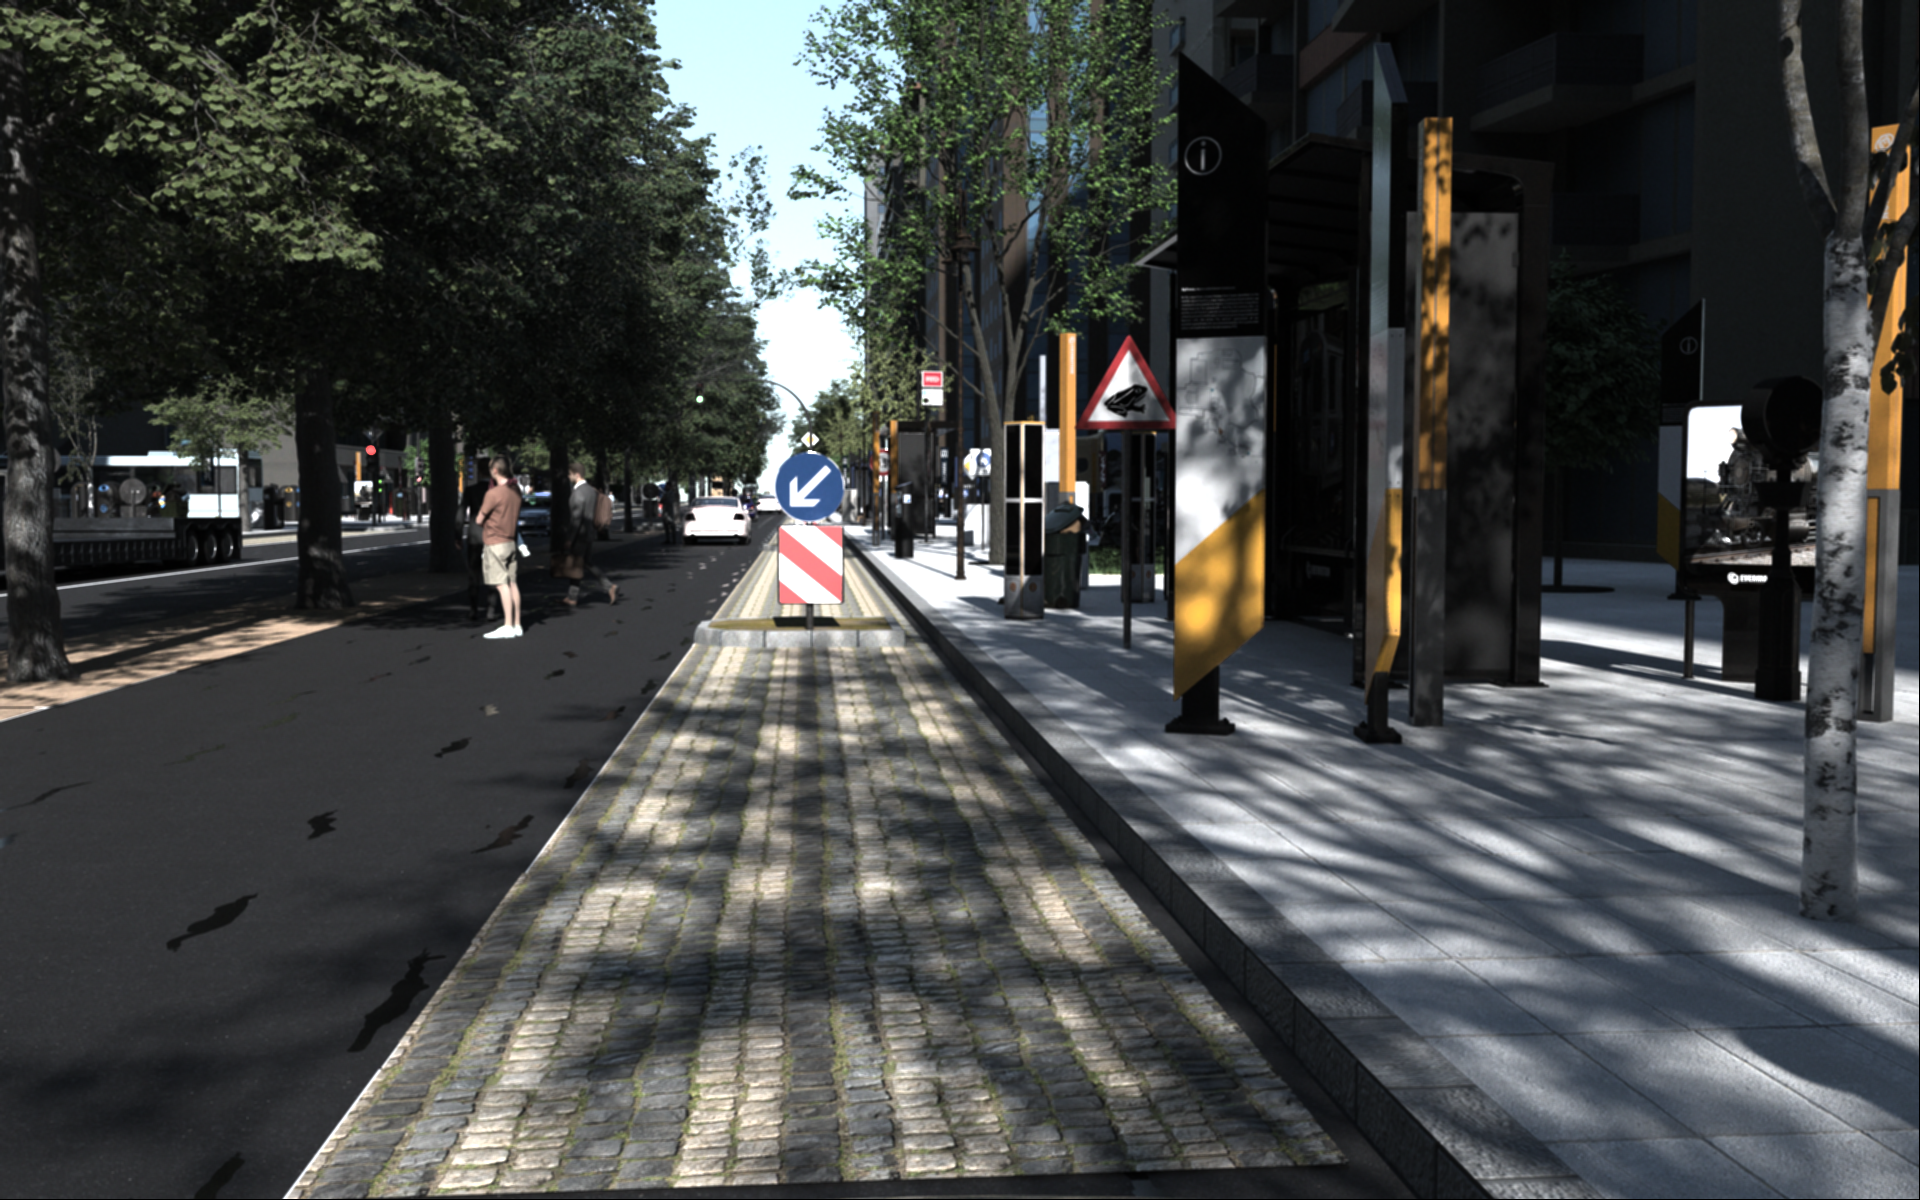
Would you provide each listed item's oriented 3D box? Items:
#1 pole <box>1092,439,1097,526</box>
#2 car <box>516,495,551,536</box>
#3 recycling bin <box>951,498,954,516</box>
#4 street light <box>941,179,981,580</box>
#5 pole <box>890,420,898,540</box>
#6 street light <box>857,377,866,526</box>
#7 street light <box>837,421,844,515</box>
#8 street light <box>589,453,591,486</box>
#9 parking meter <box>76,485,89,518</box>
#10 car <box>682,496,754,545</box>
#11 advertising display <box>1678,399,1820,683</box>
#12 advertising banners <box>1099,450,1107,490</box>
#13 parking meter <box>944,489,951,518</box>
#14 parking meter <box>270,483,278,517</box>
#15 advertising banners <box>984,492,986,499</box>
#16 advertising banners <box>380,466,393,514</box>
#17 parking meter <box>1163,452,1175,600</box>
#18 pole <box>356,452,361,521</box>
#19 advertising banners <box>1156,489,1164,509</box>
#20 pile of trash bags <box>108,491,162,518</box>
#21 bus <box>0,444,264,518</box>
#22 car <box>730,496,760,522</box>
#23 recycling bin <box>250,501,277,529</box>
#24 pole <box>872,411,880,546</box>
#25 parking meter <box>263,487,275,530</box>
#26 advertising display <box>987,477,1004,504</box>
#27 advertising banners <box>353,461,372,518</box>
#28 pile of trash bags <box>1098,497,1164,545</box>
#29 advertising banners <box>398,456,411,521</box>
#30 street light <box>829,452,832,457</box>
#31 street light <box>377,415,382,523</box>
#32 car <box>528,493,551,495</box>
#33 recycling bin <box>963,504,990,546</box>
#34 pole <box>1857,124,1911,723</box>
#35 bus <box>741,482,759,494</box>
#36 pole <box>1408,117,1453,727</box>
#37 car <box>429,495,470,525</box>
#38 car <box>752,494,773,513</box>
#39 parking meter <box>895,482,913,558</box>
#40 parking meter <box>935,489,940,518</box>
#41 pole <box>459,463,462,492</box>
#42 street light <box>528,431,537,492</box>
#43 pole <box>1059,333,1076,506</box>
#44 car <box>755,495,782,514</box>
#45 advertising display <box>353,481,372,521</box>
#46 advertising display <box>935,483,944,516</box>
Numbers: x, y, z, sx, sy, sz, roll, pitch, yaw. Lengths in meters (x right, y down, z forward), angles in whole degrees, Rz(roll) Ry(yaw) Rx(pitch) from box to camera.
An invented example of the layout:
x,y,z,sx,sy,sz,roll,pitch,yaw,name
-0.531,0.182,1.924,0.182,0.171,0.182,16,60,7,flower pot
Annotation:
x,y,z,sx,sy,sz,roll,pitch,yaw,name
4.958,-4.282,63.860,0.158,3.312,0.155,0,3,0,pole
-14.810,-2.953,60.291,2.014,1.417,4.499,0,4,-7,car
-0.301,-5.554,103.355,0.722,1.027,0.722,-2,4,-25,recycling bin
0.008,-3.245,25.838,0.468,5.910,1.993,0,4,-5,street light
-1.820,-3.306,47.902,0.158,3.312,0.155,0,3,0,pole
-3.803,-5.864,68.669,0.468,5.910,1.993,0,4,-5,street light
-7.405,-8.260,107.842,0.468,5.910,1.993,0,4,-5,street light
-32.472,-10.977,152.258,0.468,5.910,1.993,0,4,-5,street light
-24.867,-2.494,49.188,0.372,1.533,0.369,0,3,0,parking meter
-6.973,-2.291,49.819,2.083,1.381,4.827,0,4,-6,car
5.387,-0.398,11.726,0.974,1.923,0.123,3,5,41,advertising display
6.170,-4.458,69.072,0.090,3.025,2.074,-2,4,-34,advertising banners
-0.680,-5.177,93.058,0.372,1.533,0.369,0,3,0,parking meter
-37.567,-5.459,94.970,0.399,1.863,0.255,-3,5,-43,parking meter
2.819,-8.445,134.264,2.074,3.025,0.090,-1,4,-20,advertising banners
-35.793,-6.902,109.029,2.074,3.025,0.090,2,4,34,advertising banners
2.651,-0.923,20.799,0.255,1.863,0.399,-2,4,-35,parking meter
-29.123,-5.509,83.921,0.158,3.312,0.155,0,3,0,pole
5.657,-3.286,49.913,0.090,3.025,2.074,-1,4,-12,advertising banners
-25.046,-2.663,53.296,1.912,1.369,3.447,-1,4,-10,pile of trash bags
-35.743,-4.653,70.940,13.247,3.499,2.948,0,4,-4,bus
-11.412,-4.738,90.039,1.945,1.354,3.894,0,4,-5,car
-25.708,-3.143,63.942,0.722,1.027,0.722,0,4,1,recycling bin
-2.076,-2.994,42.799,0.158,3.312,0.155,0,3,0,pole
-24.655,-3.264,61.780,0.372,1.533,0.369,0,3,0,parking meter
1.536,-3.790,67.180,0.974,1.923,0.123,0,4,-3,advertising display
-31.558,-5.826,91.436,0.090,3.025,2.074,0,4,5,advertising banners
4.738,-2.009,42.593,1.912,1.369,3.447,2,4,26,pile of trash bags
-26.203,-5.228,81.668,0.090,3.025,2.074,0,4,-4,advertising banners
-11.232,-10.929,151.482,0.468,5.910,1.993,0,4,-5,street light
-25.687,-6.341,76.469,0.468,5.910,1.993,0,4,-5,street light
-20.138,-4.468,82.643,1.945,1.707,3.694,0,4,-4,car
0.356,-1.882,43.323,0.722,1.027,0.722,1,4,10,recycling bin
5.171,-0.971,9.717,0.158,3.312,0.155,0,3,0,pole
-35.919,-18.673,296.848,2.896,3.916,12.252,0,4,-5,bus
2.588,-0.959,9.530,0.158,3.312,0.155,0,3,0,pole
-23.954,-4.282,82.367,2.083,1.381,4.827,0,4,-6,car
-15.130,-7.300,131.156,2.131,1.459,4.920,0,4,-4,car
-1.126,-1.623,34.944,0.372,1.533,0.369,0,3,0,parking meter
-1.309,-5.290,94.902,0.372,1.533,0.369,0,3,0,parking meter
-26.875,-6.080,93.243,0.158,3.312,0.155,0,3,0,pole
-29.484,-8.989,119.765,0.468,5.910,1.993,0,4,-5,street light
1.368,-1.725,22.044,0.158,3.312,0.155,0,3,0,pole
-13.794,-6.901,125.185,2.083,1.381,4.827,0,4,-5,car
-28.523,-4.756,82.969,0.974,1.923,0.123,-2,4,-25,advertising display
-1.422,-5.993,103.201,0.974,1.923,0.123,-2,4,-30,advertising display
